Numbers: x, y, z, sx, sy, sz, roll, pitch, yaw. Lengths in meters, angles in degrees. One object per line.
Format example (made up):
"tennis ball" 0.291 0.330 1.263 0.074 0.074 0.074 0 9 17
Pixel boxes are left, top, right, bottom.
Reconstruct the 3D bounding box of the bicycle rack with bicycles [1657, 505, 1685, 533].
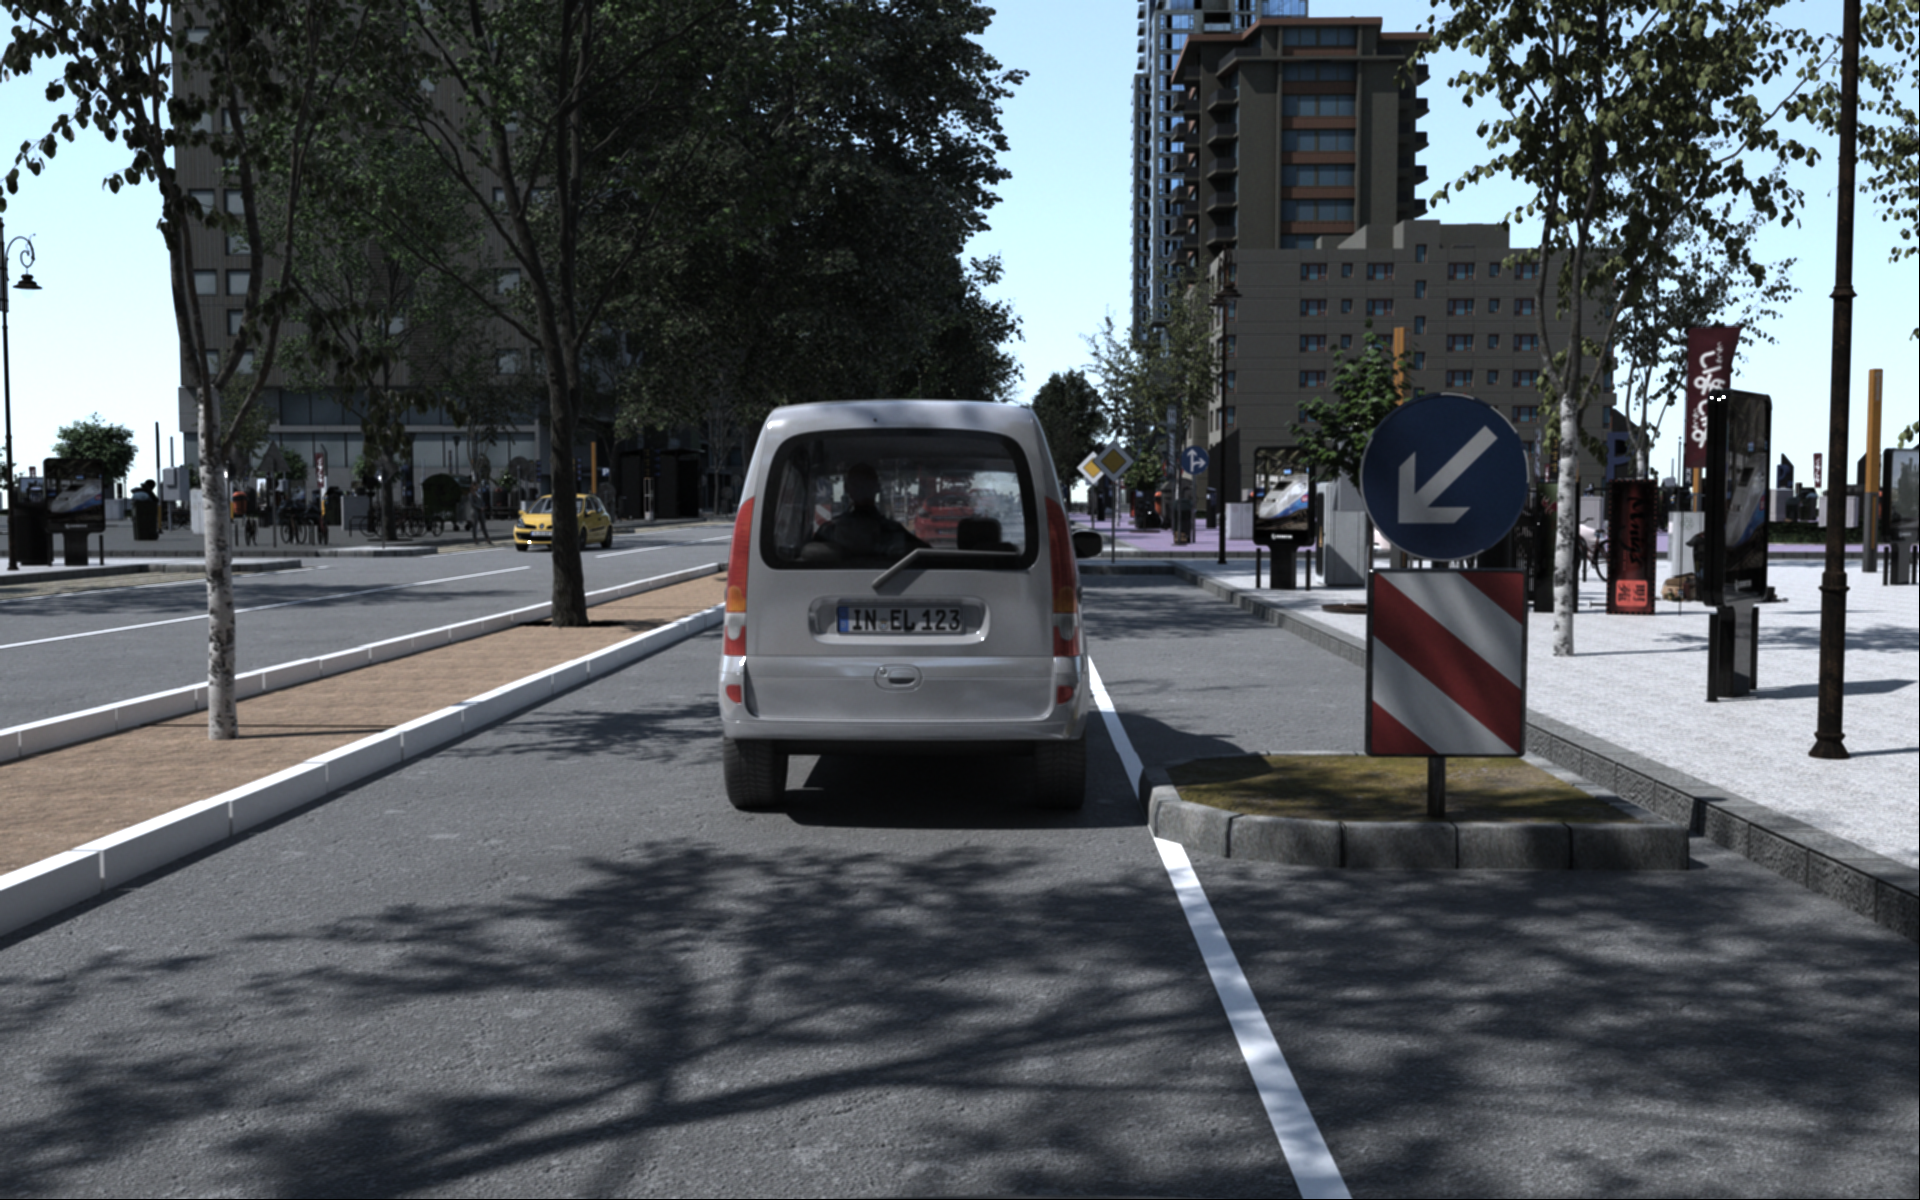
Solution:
"bicycle rack with bicycles" 23.391 -2.764 58.577 2.925 0.926 2.852 0 4 -8

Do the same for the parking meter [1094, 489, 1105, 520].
"parking meter" 6.864 -4.636 84.205 0.372 1.533 0.369 0 3 0

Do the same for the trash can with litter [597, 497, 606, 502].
"trash can with litter" -18.981 -4.971 92.670 0.624 1.170 1.055 -3 4 -36

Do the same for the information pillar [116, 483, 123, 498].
"information pillar" -55.545 -6.727 114.475 0.304 2.012 0.304 -3 5 -44

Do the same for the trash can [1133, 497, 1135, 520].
"trash can" 8.395 -4.204 80.385 0.748 1.137 0.748 0 3 0

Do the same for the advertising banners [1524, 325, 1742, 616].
"advertising banners" 7.104 -1.355 18.343 2.074 3.025 0.090 1 4 23

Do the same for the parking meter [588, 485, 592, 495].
"parking meter" -23.487 -6.412 110.544 0.255 1.863 0.399 3 4 38

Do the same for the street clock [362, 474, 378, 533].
"street clock" -19.627 -3.250 57.700 0.471 2.002 0.358 1 4 12

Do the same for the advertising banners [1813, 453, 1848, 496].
"advertising banners" 36.733 -4.708 73.155 0.090 3.025 2.074 -1 4 -13

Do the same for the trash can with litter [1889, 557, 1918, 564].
"trash can with litter" 17.991 -1.270 31.824 2.233 1.210 1.678 0 4 -7

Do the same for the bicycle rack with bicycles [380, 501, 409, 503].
"bicycle rack with bicycles" -21.509 -3.295 67.253 2.852 0.926 2.925 -1 4 -13

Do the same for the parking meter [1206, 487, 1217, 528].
"parking meter" 9.436 -3.461 65.001 0.372 1.533 0.369 0 3 0

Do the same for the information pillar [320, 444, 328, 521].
"information pillar" -29.471 -5.440 80.298 0.504 3.616 0.183 3 5 44

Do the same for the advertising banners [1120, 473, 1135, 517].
"advertising banners" 9.725 -6.115 96.166 2.074 3.025 0.090 1 4 20

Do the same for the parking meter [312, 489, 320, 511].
"parking meter" -32.389 -4.815 87.134 0.372 1.533 0.369 0 3 0

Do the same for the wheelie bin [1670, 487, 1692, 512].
"wheelie bin" 31.739 -4.168 76.051 0.980 1.594 0.693 0 4 -4

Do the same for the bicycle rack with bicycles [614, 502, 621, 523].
"bicycle rack with bicycles" -16.382 -3.923 77.528 2.852 0.926 2.925 0 4 -1

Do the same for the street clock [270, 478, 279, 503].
"street clock" -31.656 -4.604 79.849 0.471 2.002 0.358 0 4 -6

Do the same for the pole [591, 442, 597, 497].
"pole" -14.312 -4.522 67.779 0.158 3.312 0.155 0 3 0

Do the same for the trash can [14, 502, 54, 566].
"trash can" -16.718 -1.199 31.265 0.748 1.137 0.748 0 3 0

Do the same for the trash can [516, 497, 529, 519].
"trash can" -18.281 -3.741 72.822 0.748 1.137 0.748 0 3 0

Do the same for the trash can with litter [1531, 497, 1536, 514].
"trash can with litter" 32.026 -5.110 94.604 1.678 1.210 2.233 -3 5 -42

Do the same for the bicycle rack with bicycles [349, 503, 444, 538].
"bicycle rack with bicycles" -16.875 -2.372 52.156 2.852 0.926 2.925 3 5 42

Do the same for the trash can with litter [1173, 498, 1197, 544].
"trash can with litter" 5.830 -2.057 45.017 0.624 1.170 1.055 1 4 8

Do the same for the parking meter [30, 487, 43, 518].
"parking meter" -31.995 -3.157 60.021 0.372 1.533 0.369 0 3 0

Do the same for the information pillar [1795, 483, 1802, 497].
"information pillar" 53.747 -6.515 111.010 0.304 2.012 0.304 0 4 -2

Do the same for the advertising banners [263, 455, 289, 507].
"advertising banners" -30.727 -4.996 77.877 0.090 3.025 2.074 1 4 9

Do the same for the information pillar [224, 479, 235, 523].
"information pillar" -32.477 -5.227 76.813 0.504 3.616 0.183 0 4 7

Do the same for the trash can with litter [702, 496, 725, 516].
"trash can with litter" -14.919 -5.534 101.541 2.233 1.210 1.678 0 3 0

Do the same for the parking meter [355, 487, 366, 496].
"parking meter" -22.661 -3.492 65.502 0.372 1.533 0.369 0 3 0

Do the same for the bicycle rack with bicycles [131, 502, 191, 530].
"bicycle rack with bicycles" -28.247 -3.012 62.622 2.925 0.926 2.852 -3 5 -42

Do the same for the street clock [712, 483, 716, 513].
"street clock" -16.426 -6.823 116.123 0.358 2.002 0.471 -3 5 -43

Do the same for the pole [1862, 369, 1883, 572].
"pole" 14.918 -2.108 28.309 0.158 3.312 0.155 0 3 0

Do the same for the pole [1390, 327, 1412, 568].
"pole" 5.422 -1.680 21.308 0.158 3.312 0.155 0 3 0

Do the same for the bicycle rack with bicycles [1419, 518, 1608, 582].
"bicycle rack with bicycles" 8.228 -0.784 26.193 2.852 0.926 2.925 0 4 -8

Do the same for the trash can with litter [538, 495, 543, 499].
"trash can with litter" -24.917 -5.533 101.517 2.233 1.210 1.678 0 4 -2

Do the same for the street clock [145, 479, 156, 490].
"street clock" -39.858 -4.936 85.278 0.471 2.002 0.358 -3 5 -42

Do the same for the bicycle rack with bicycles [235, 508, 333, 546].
"bicycle rack with bicycles" -17.252 -1.868 43.918 2.852 0.926 2.925 -1 4 -22

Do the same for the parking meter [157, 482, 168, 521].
"parking meter" -37.781 -4.670 82.070 0.255 1.863 0.399 3 4 36

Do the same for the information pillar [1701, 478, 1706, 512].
"information pillar" 33.709 -4.541 78.734 0.304 2.012 0.304 0 4 -5

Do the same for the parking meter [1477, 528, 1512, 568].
"parking meter" 6.054 -0.686 19.627 0.372 1.533 0.369 0 3 0

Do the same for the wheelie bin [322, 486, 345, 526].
"wheelie bin" -25.532 -3.842 70.729 0.693 1.594 0.980 1 4 13

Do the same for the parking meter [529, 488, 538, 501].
"parking meter" -17.077 -3.728 69.364 0.372 1.533 0.369 0 3 0

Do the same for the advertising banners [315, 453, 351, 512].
"advertising banners" -26.454 -4.702 73.063 2.074 3.025 0.090 2 4 28

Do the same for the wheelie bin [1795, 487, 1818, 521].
"wheelie bin" 42.997 -4.905 88.102 0.693 1.594 0.980 -3 5 -43

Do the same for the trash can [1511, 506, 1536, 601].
"trash can" 6.797 -0.572 21.004 0.748 1.137 0.748 0 3 0

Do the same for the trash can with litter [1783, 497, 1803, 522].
"trash can with litter" 33.088 -3.513 68.823 0.624 1.170 1.055 2 4 32

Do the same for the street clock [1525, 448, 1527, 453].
"street clock" 6.836 -1.052 21.767 0.471 2.002 0.358 0 4 -3

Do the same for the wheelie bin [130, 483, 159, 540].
"wheelie bin" -22.662 -2.460 48.129 0.693 1.594 0.980 -3 4 -36

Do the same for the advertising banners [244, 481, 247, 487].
"advertising banners" -47.960 -7.274 115.114 2.074 3.025 0.090 2 4 30

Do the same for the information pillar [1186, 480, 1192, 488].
"information pillar" 11.553 -5.099 87.853 0.304 2.012 0.304 2 4 27

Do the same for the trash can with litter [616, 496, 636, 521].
"trash can with litter" -16.822 -4.491 84.482 2.233 1.210 1.678 -1 4 -15

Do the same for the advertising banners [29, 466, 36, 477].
"advertising banners" -57.735 -6.906 109.097 2.074 3.025 0.090 1 4 13

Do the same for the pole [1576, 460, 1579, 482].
"pole" 37.236 -6.774 104.604 0.158 3.312 0.155 0 3 0

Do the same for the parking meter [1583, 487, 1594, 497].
"parking meter" 23.721 -3.483 65.351 0.372 1.533 0.369 0 3 0

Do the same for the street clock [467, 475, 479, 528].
"street clock" -18.503 -3.742 65.748 0.471 2.002 0.358 -2 4 -28

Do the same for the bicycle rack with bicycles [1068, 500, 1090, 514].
"bicycle rack with bicycles" 8.290 -6.027 111.925 2.852 0.926 2.925 3 4 38

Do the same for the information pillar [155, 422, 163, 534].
"information pillar" -26.014 -3.968 56.227 0.183 3.616 0.504 -1 4 -22

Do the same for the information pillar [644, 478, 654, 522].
"information pillar" -14.290 -4.593 79.584 0.304 2.012 0.304 2 4 23
